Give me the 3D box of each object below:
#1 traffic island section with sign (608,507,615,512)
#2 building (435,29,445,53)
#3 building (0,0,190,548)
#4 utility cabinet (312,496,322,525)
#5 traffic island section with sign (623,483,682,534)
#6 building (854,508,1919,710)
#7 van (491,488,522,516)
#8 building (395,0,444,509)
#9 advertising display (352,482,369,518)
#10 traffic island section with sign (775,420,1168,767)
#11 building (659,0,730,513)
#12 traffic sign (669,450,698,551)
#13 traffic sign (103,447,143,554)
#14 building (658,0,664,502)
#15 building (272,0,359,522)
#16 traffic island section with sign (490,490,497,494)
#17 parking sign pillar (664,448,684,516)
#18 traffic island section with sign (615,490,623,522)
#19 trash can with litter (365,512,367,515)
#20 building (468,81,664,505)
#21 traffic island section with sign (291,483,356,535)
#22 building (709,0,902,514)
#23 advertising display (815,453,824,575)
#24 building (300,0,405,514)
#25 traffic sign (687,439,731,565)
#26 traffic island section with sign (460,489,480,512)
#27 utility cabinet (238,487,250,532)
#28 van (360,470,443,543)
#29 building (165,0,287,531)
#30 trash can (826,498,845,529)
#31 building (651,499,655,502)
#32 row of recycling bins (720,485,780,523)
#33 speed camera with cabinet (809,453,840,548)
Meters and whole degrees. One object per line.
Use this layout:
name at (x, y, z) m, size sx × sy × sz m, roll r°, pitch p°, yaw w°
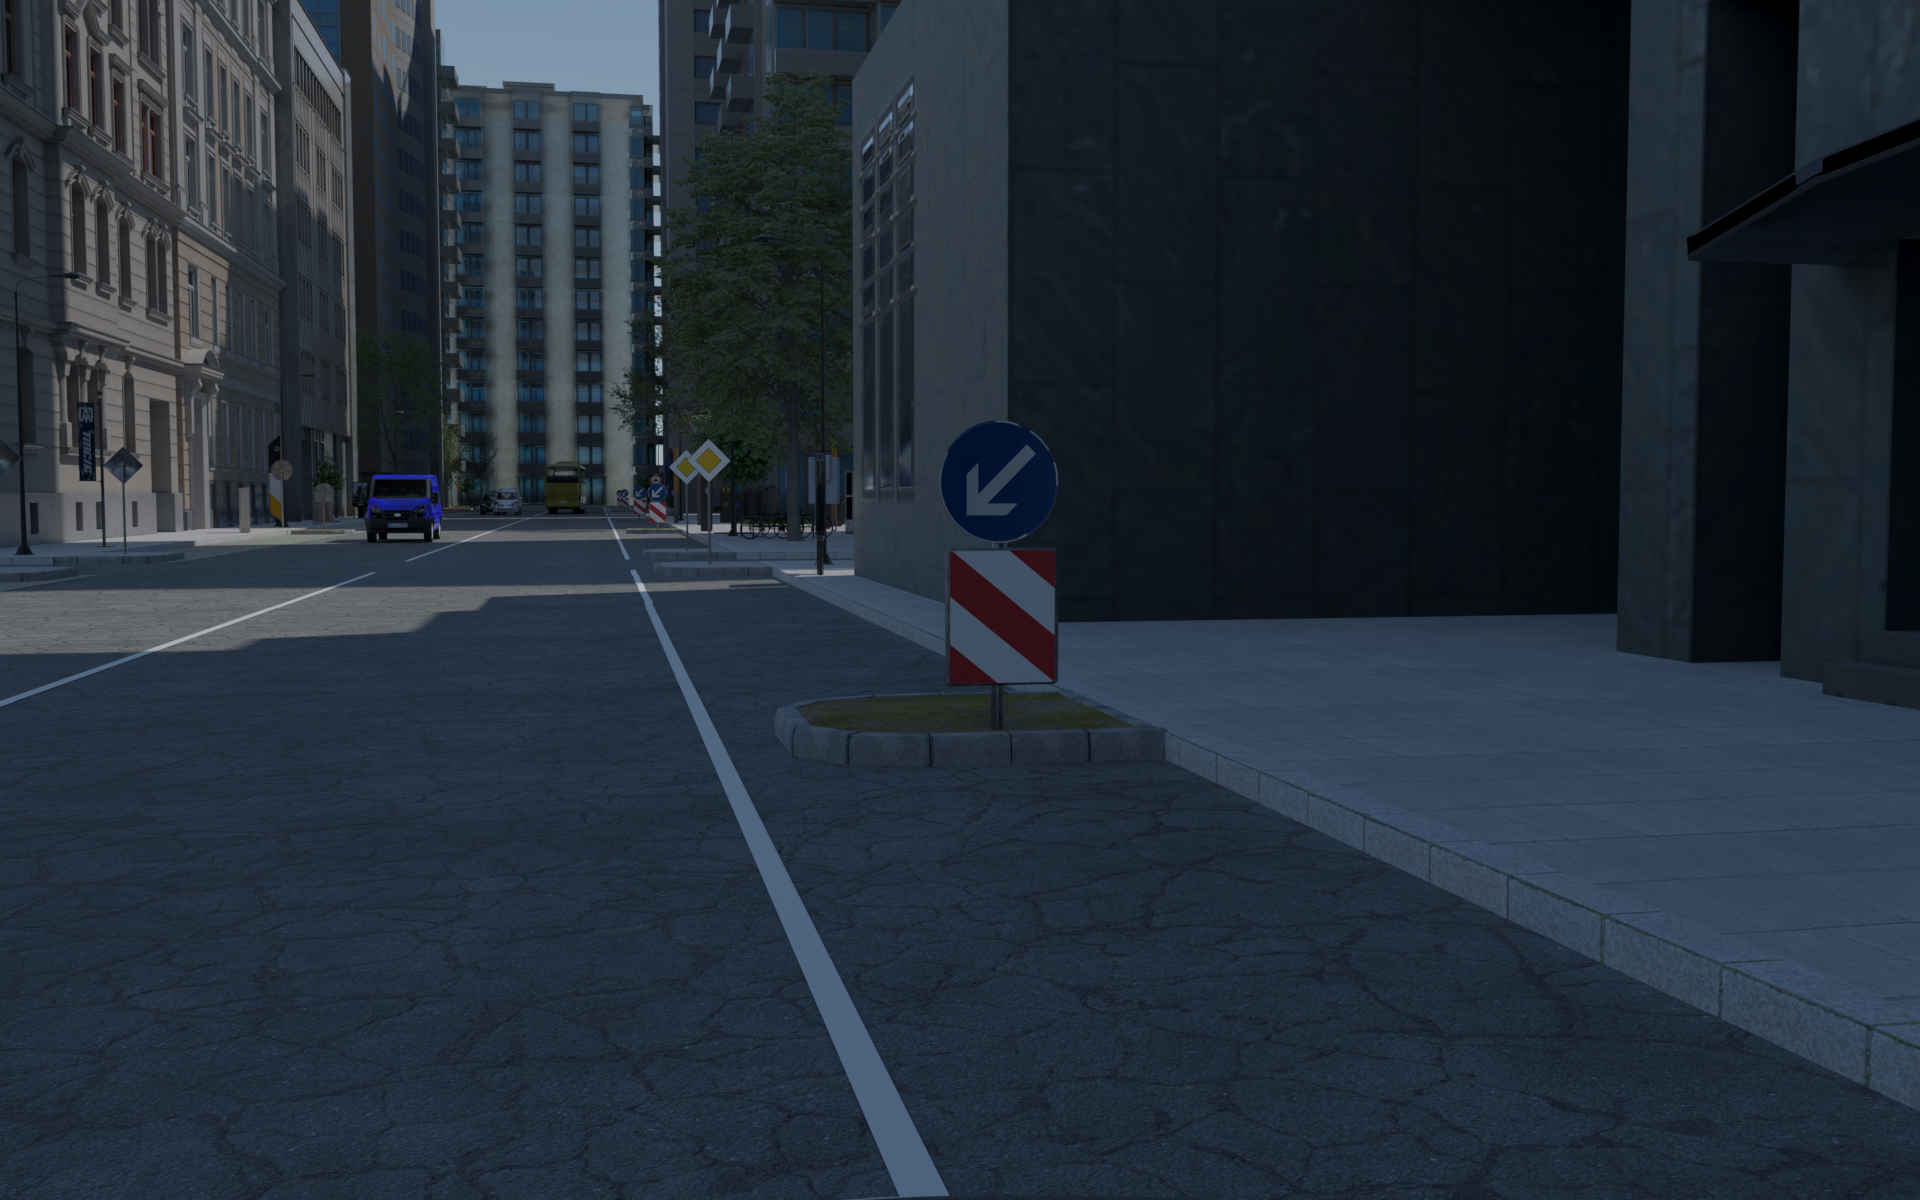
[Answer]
traffic island section with sign at (-27.035, -7.970, 138.940) m, size 1.989 × 1.847 × 2.006 m, roll -1°, pitch 4°, yaw -12°
building at (-64.226, -33.487, 167.123) m, size 30.456 × 49.044 × 23.786 m, roll -1°, pitch 4°, yaw -12°
building at (-30.330, -15.826, 46.147) m, size 14.401 × 28.519 × 23.554 m, roll -1°, pitch 4°, yaw -12°
utility cabinet at (-26.839, -3.739, 72.296) m, size 0.306 × 1.237 × 1.020 m, roll -2°, pitch 4°, yaw -26°
traffic island section with sign at (-11.214, -3.351, 63.417) m, size 1.989 × 1.847 × 2.006 m, roll -1°, pitch 4°, yaw -12°
building at (12.416, -42.768, 11.930) m, size 22.319 × 86.520 × 31.000 m, roll -1°, pitch 4°, yaw -12°
van at (-30.441, -6.697, 116.501) m, size 2.013 × 2.044 × 4.112 m, roll -1°, pitch 4°, yaw -11°
building at (-52.667, -36.226, 134.288) m, size 21.231 × 58.520 × 28.212 m, roll -1°, pitch 4°, yaw -12°
advertising display at (-31.496, -5.250, 91.053) m, size 0.974 × 1.923 × 0.123 m, roll 1°, pitch 4°, yaw 17°
traffic island section with sign at (-0.045, -0.089, 10.083) m, size 1.989 × 1.847 × 2.006 m, roll -1°, pitch 4°, yaw -12°
building at (-11.872, -35.963, 130.001) m, size 21.231 × 58.520 × 28.212 m, roll -1°, pitch 4°, yaw -12°
traffic sign at (-6.192, -2.178, 39.256) m, size 0.795 × 2.450 × 0.064 m, roll -1°, pitch 4°, yaw -12°
traffic sign at (-17.790, -2.031, 36.857) m, size 0.795 × 2.450 × 0.064 m, roll -1°, pitch 4°, yaw -12°
building at (-25.255, -47.059, 207.663) m, size 20.611 × 71.187 × 20.563 m, roll -1°, pitch 4°, yaw -12°
building at (-38.245, -16.484, 87.531) m, size 12.078 × 24.808 × 19.932 m, roll -1°, pitch 4°, yaw -12°
traffic island section with sign at (-44.152, -9.516, 164.212) m, size 1.989 × 1.847 × 2.006 m, roll -1°, pitch 4°, yaw -12°
parking sign pillar at (-16.923, -6.903, 101.339) m, size 1.447 × 3.967 × 1.447 m, roll -1°, pitch 4°, yaw -22°
traffic island section with sign at (-16.745, -4.965, 89.801) m, size 1.989 × 1.847 × 2.006 m, roll -1°, pitch 4°, yaw -12°
trash can with litter at (-37.001, -5.802, 105.922) m, size 2.233 × 1.210 × 1.678 m, roll 2°, pitch 4°, yaw 31°
building at (-50.475, -35.755, 204.205) m, size 30.456 × 49.044 × 23.786 m, roll -1°, pitch 4°, yaw -12°
traffic island section with sign at (-22.711, -3.255, 61.852) m, size 1.989 × 1.847 × 2.006 m, roll -1°, pitch 4°, yaw -12°
building at (-2.191, -29.146, 96.141) m, size 23.786 × 49.044 × 30.456 m, roll -1°, pitch 4°, yaw -12°
advertising display at (-2.244, -1.375, 27.702) m, size 0.123 × 1.923 × 0.974 m, roll 0°, pitch 4°, yaw -6°
building at (-45.112, -28.407, 114.566) m, size 14.600 × 45.320 × 14.200 m, roll -1°, pitch 4°, yaw -12°
traffic sign at (-4.555, -1.700, 31.440) m, size 0.795 × 2.450 × 0.064 m, roll -1°, pitch 4°, yaw -12°
traffic island section with sign at (-38.457, -7.854, 137.047) m, size 1.989 × 1.847 × 2.006 m, roll -1°, pitch 4°, yaw -12°
utility cabinet at (-23.838, -2.996, 57.660) m, size 0.318 × 1.500 × 1.173 m, roll -2°, pitch 4°, yaw -25°
van at (-17.001, -2.974, 53.015) m, size 2.240 × 2.365 × 5.245 m, roll -1°, pitch 4°, yaw -13°
building at (-34.964, -17.232, 67.650) m, size 13.634 × 28.700 × 20.117 m, roll -1°, pitch 4°, yaw -12°
trash can at (-4.899, -3.476, 68.485) m, size 0.748 × 1.137 × 0.748 m, roll 0°, pitch 3°, yaw 0°
building at (-15.430, -29.728, 177.933) m, size 32.217 × 40.220 × 23.993 m, roll -1°, pitch 4°, yaw -12°
row of recycling bins at (-9.373, -4.288, 77.220) m, size 3.534 × 1.692 × 1.069 m, roll 3°, pitch 5°, yaw 40°
speed camera with cabinet at (-2.523, -2.847, 40.880) m, size 2.038 × 3.252 × 0.660 m, roll 0°, pitch 4°, yaw 3°
